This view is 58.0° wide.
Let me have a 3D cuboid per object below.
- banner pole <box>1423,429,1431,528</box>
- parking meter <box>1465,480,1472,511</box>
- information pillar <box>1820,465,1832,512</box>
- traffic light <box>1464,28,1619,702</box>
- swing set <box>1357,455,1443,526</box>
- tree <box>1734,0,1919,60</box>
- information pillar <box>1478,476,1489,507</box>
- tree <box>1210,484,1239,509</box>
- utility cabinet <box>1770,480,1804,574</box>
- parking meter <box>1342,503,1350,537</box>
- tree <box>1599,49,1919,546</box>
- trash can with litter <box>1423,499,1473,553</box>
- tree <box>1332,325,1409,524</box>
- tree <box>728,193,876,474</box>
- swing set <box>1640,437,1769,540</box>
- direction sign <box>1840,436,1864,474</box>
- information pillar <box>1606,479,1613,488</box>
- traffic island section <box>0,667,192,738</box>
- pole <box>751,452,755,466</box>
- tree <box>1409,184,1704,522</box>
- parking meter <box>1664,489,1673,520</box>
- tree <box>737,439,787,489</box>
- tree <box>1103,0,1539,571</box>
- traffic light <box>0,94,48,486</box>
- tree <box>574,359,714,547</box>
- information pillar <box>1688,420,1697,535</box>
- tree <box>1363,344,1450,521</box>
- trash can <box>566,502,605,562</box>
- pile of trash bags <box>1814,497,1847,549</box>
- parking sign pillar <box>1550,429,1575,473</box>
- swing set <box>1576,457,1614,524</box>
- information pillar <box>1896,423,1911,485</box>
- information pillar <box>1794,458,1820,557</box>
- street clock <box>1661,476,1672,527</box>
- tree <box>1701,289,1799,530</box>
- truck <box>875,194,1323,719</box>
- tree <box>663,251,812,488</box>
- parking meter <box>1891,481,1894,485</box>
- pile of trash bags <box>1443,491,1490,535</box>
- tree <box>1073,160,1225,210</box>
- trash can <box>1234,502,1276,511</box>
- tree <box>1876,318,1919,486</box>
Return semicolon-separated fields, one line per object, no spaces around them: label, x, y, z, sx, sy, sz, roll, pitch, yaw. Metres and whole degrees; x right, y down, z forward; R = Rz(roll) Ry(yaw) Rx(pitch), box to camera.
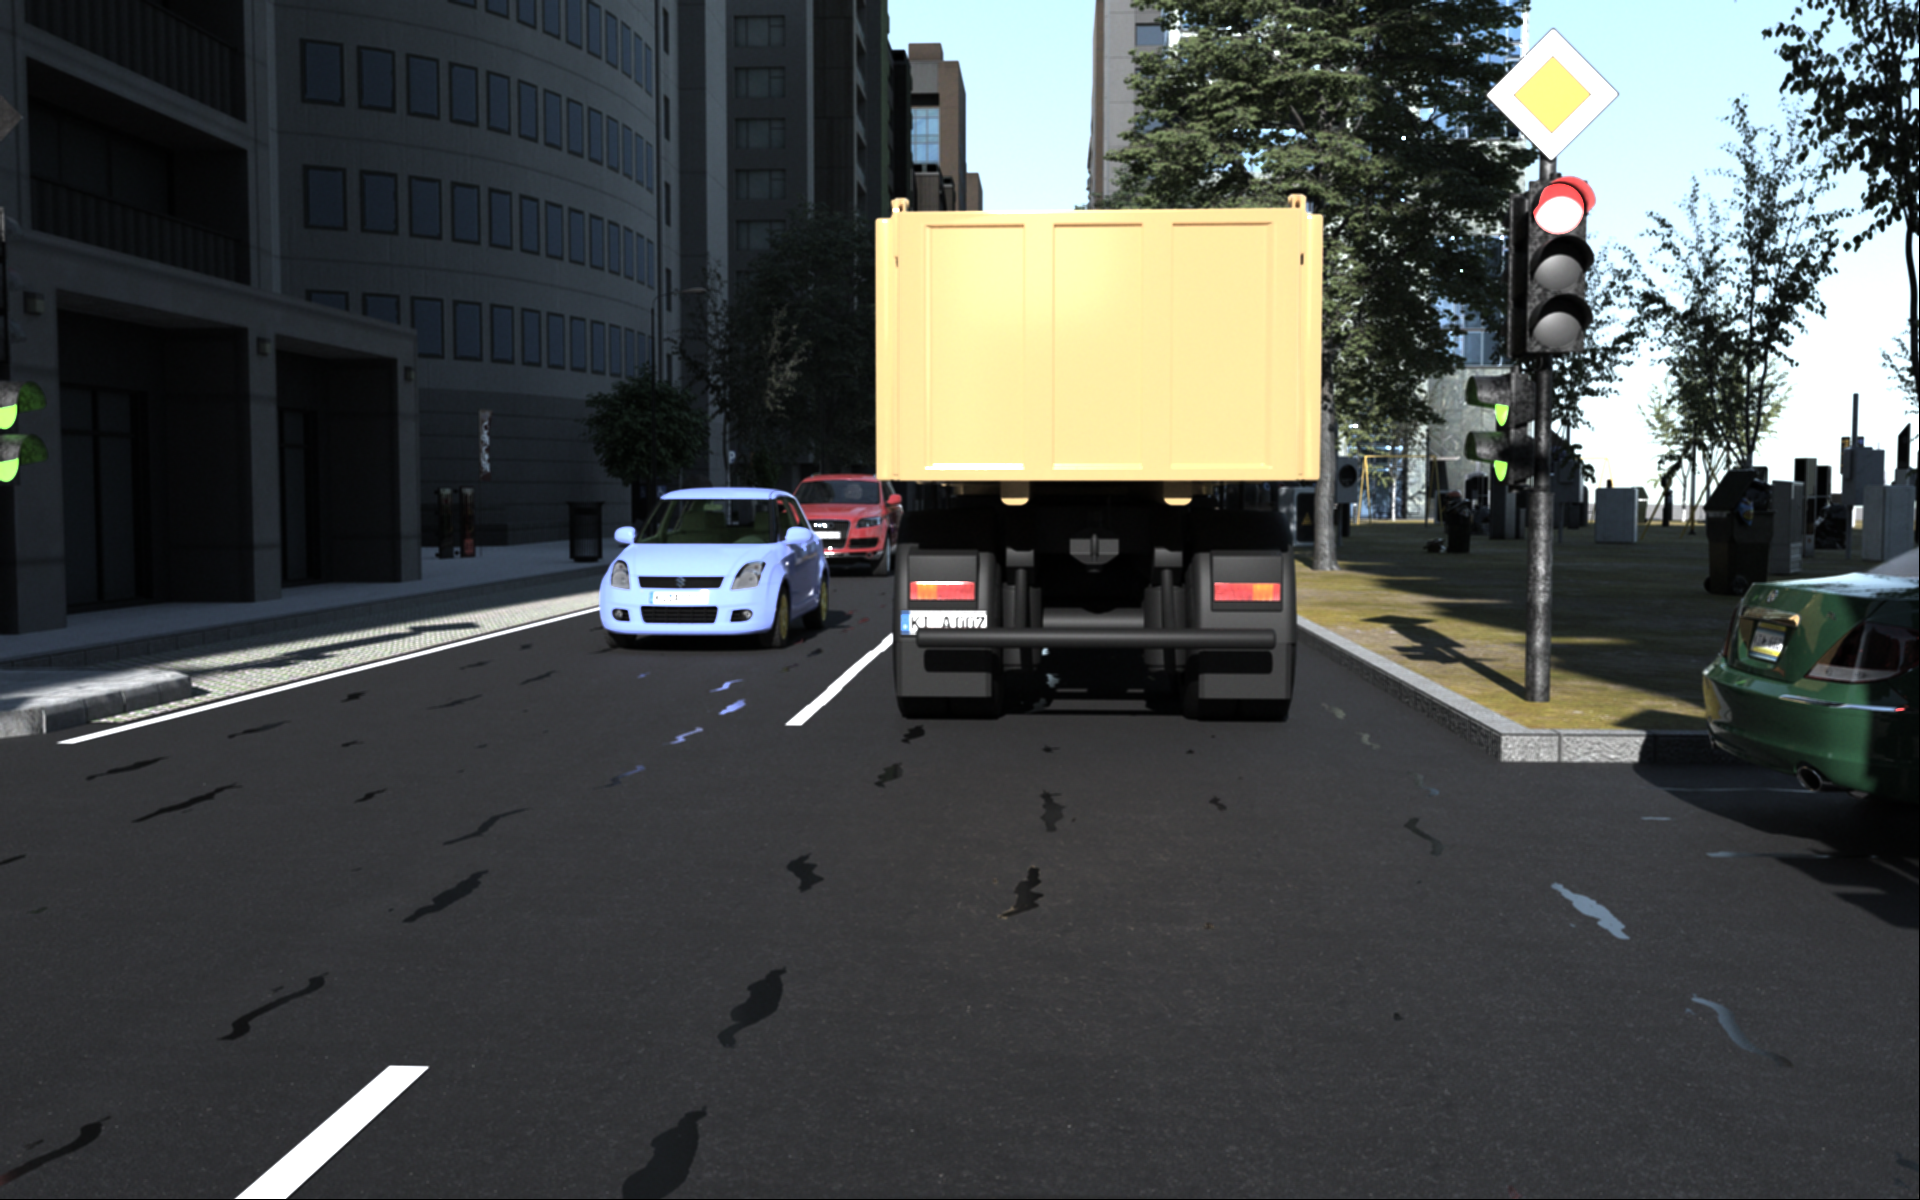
banner pole;17.884;-4.661;66.220;0.401;3.779;0.863;0;4;7
parking meter;20.862;-3.997;71.060;0.255;1.863;0.399;1;4;12
information pillar;22.202;-2.451;44.562;0.304;2.012;0.304;3;5;40
traffic light;3.561;-1.328;10.627;0.839;4.253;0.868;0;4;3
swing set;17.821;-4.470;70.700;3.119;2.851;2.862;0;4;3
tree;9.261;-4.015;16.002;4.360;8.622;3.978;0;3;0
information pillar;21.507;-4.081;71.218;0.304;2.012;0.304;-1;4;-21
tree;5.648;-3.341;38.339;4.285;4.588;4.351;0;3;0
utility cabinet;13.273;-1.168;27.771;0.318;1.500;1.173;2;4;34
parking meter;11.615;-2.846;52.239;0.255;1.863;0.399;1;4;23
tree;14.193;-4.961;31.468;4.360;8.622;3.978;0;3;0
trash can with litter;10.687;-1.625;37.957;1.055;1.170;0.624;2;4;35
tree;17.044;-7.579;74.286;4.737;8.622;4.395;0;3;0
tree;-5.823;-10.302;75.091;9.857;13.997;8.962;0;3;0
swing set;20.994;-3.108;48.438;2.862;2.851;3.119;3;5;44
direction sign;35.063;-4.656;68.130;0.379;3.537;0.876;-3;4;-38
information pillar;31.488;-4.865;84.027;0.304;2.012;0.304;1;4;20
traffic island section;-6.426;0.673;11.285;2.009;0.180;2.903;0;4;3
pole;-10.087;-5.536;84.351;0.158;3.312;0.155;0;3;0
tree;14.129;-5.562;41.293;4.737;8.622;4.395;0;3;0
parking meter;34.614;-4.661;84.620;0.372;1.533;0.369;0;3;0
tree;-6.934;-3.998;59.961;1.663;3.219;1.824;0;3;0
tree;5.903;-6.753;28.536;7.486;12.596;7.792;0;3;0
traffic light;-6.386;-1.359;11.148;0.839;4.253;0.868;0;4;3
tree;-7.703;-3.580;42.253;4.285;4.588;4.351;0;3;0
information pillar;23.261;-3.890;54.954;0.183;3.616;0.504;1;4;16
tree;20.930;-8.083;82.516;4.360;8.622;3.978;0;3;0
trash can;-7.073;-1.289;32.728;0.748;1.137;0.748;0;3;0
pile of trash bags;19.840;-1.892;40.687;1.912;1.369;3.447;2;4;31
parking sign pillar;24.377;-5.022;70.580;1.447;3.967;1.447;-2;4;-27
swing set;26.720;-4.731;74.971;3.119;2.851;2.862;3;5;45
information pillar;31.089;-4.021;57.090;0.183;3.616;0.504;-1;4;-12
information pillar;17.182;-1.881;35.241;0.304;2.012;0.304;-2;4;-25
street clock;27.874;-3.902;68.361;0.471;2.002;0.358;-3;4;-38
tree;26.885;-6.811;61.724;4.737;8.622;4.395;0;3;0
truck;1.059;-1.147;14.686;3.469;3.379;9.791;0;4;3
tree;-6.932;-6.300;53.363;4.360;8.622;3.978;0;3;0
parking meter;37.978;-3.948;70.269;0.255;1.863;0.399;-1;4;-11
pile of trash bags;16.470;-2.815;55.774;1.912;1.369;3.447;-1;4;-9
tree;7.363;-9.632;64.133;9.857;13.997;8.962;0;3;0
trash can;5.331;-1.203;31.316;0.748;1.137;0.748;0;3;0
tree;29.374;-6.125;50.508;4.737;8.622;4.395;0;3;0
